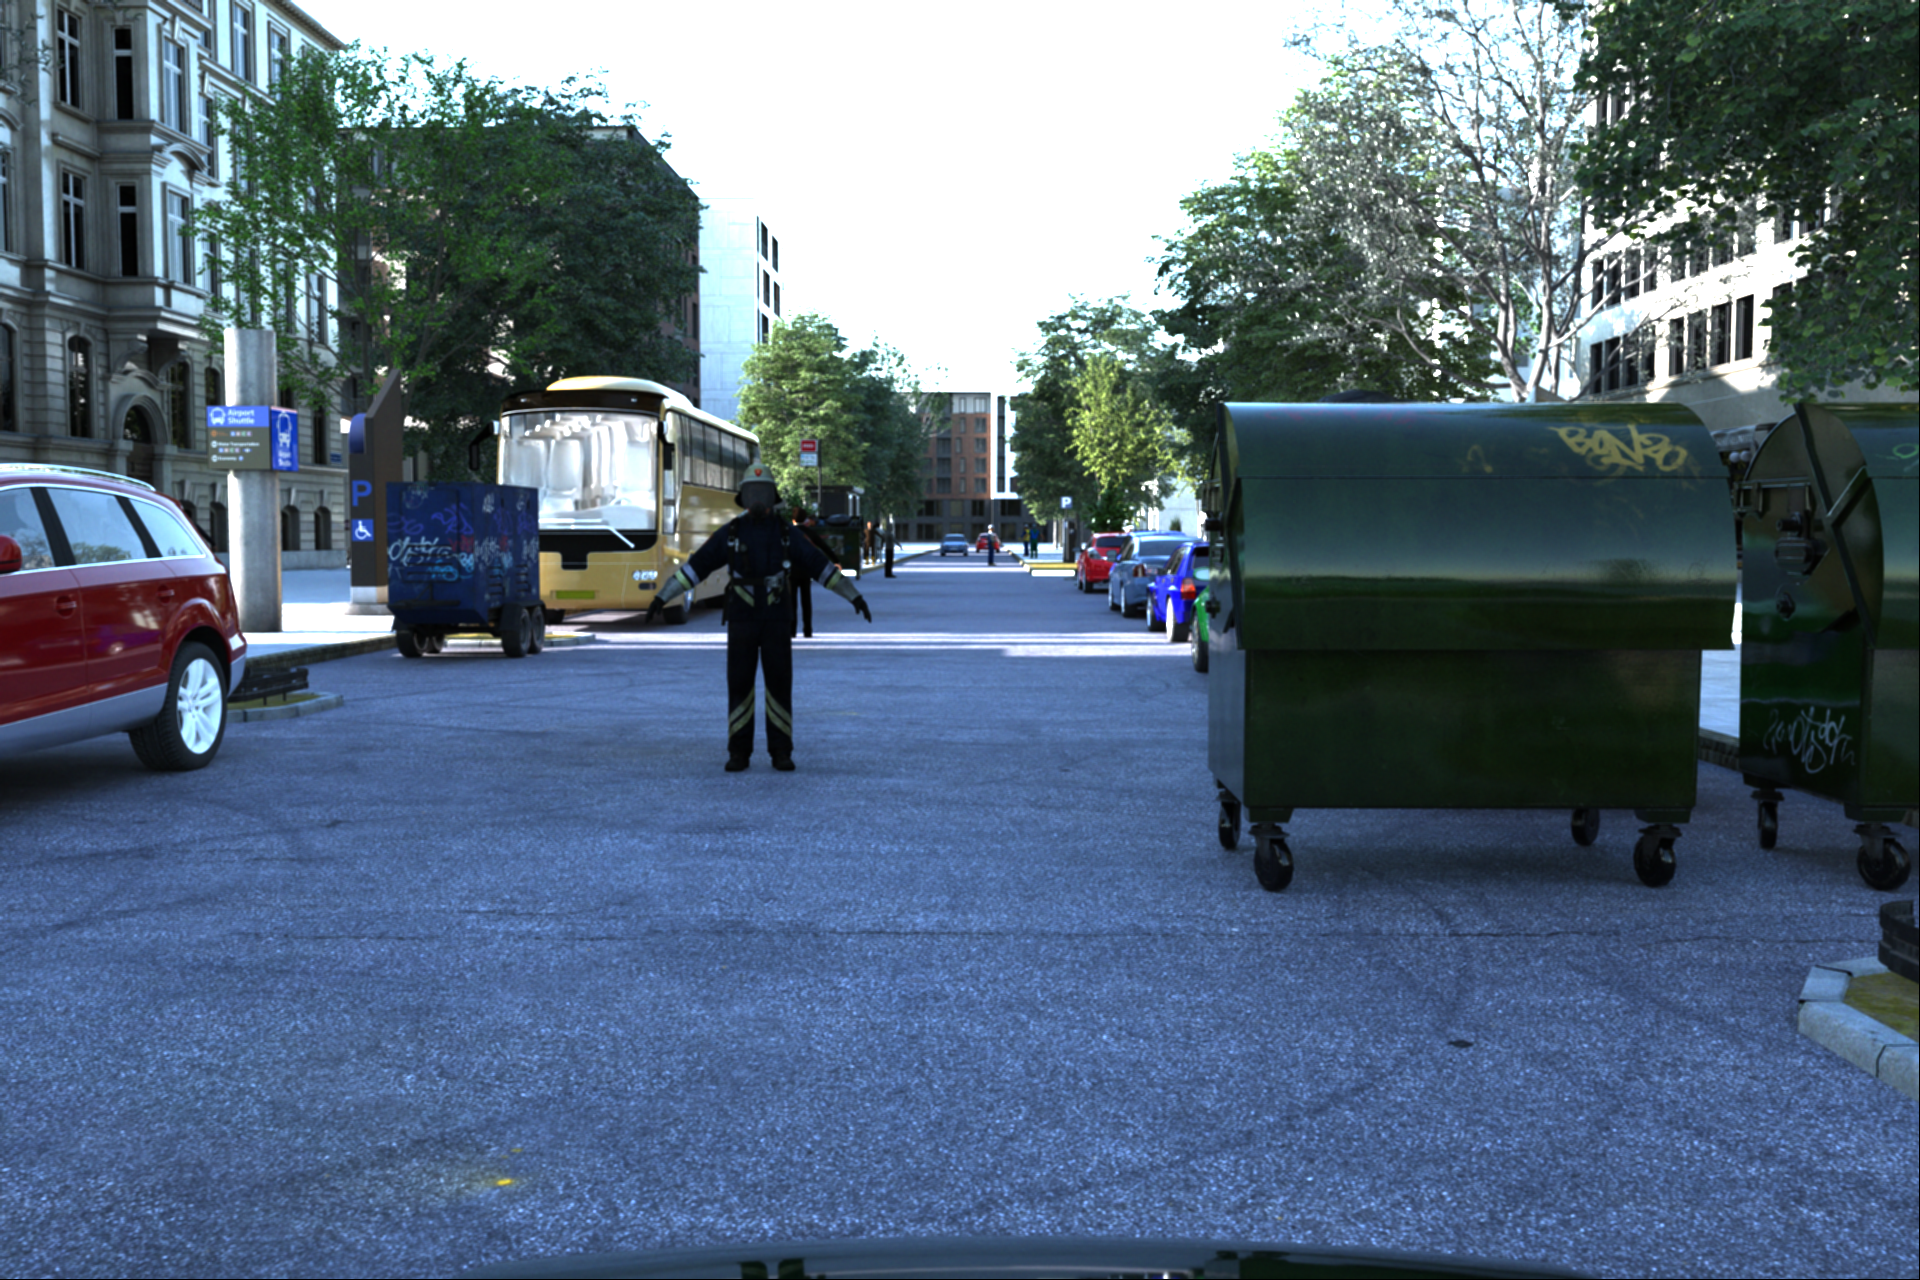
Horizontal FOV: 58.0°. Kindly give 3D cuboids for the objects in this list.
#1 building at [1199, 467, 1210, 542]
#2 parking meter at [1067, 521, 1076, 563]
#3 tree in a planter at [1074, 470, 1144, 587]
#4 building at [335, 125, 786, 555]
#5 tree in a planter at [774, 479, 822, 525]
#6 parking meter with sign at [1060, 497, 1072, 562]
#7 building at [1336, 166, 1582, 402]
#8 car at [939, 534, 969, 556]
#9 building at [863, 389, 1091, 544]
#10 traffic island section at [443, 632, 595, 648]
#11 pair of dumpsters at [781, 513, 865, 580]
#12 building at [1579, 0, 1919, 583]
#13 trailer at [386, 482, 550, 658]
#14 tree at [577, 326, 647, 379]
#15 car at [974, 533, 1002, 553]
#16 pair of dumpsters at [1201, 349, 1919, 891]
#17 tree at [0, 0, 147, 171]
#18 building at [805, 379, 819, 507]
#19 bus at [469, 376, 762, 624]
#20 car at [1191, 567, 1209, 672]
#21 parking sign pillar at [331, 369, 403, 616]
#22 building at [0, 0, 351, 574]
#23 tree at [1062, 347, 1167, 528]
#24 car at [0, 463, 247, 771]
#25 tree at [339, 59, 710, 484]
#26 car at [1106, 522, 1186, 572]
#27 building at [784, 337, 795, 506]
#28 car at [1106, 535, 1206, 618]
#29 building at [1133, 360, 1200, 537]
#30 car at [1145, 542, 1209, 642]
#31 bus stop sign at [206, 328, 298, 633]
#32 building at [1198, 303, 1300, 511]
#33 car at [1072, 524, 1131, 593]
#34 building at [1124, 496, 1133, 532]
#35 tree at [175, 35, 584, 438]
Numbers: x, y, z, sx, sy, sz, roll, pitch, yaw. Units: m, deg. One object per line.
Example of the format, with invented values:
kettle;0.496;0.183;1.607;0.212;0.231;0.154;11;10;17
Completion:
building;21.794;-10.459;113.147;9.099;9.664;28.070;0;4;1
parking meter;4.995;-4.382;77.360;0.399;1.863;0.255;0;4;1
tree in a planter;4.181;-3.115;48.149;1.991;3.239;1.994;0;4;1
building;-26.370;-15.871;103.472;27.936;21.610;32.646;0;4;2
tree in a planter;-5.350;-3.620;56.409;1.991;3.239;1.994;0;4;1
parking meter with sign;4.925;-5.108;79.778;0.543;3.016;1.738;0;4;1
building;25.808;-14.631;95.631;16.016;20.090;11.380;0;4;1
car;-0.359;-6.228;113.831;2.014;1.417;4.499;0;4;1
building;2.273;-25.085;256.568;32.646;21.610;27.936;0;4;0
traffic island section;-5.909;0.002;22.835;1.991;0.108;1.994;0;4;2
pair of dumpsters;-5.212;-3.011;54.183;4.436;2.255;1.574;0;4;1
building;29.749;-14.458;38.553;24.374;26.755;37.873;0;4;1
trailer;-5.771;-0.773;19.688;1.471;1.999;3.904;0;4;1
tree;-11.519;-6.424;55.387;4.360;8.622;3.978;0;3;0
car;2.125;-7.554;132.547;2.155;1.783;4.494;0;3;0
pair of dumpsters;3.264;-0.150;7.403;4.436;2.255;1.574;0;4;1
tree;-12.141;-6.301;13.396;12.009;13.543;11.850;0;3;0
building;-24.550;-20.071;194.623;16.747;18.905;31.486;0;4;1
bus;-5.499;-2.398;30.749;2.896;3.916;12.252;0;4;1
car;3.290;-0.477;16.597;1.959;1.807;4.718;0;4;1
parking sign pillar;-9.328;-2.399;27.690;1.447;3.967;1.447;0;4;2
building;-28.699;-14.021;48.329;14.460;24.649;34.723;0;4;1
tree;5.785;-7.186;67.849;4.737;8.622;4.395;0;3;0
car;-5.656;-0.023;9.054;2.281;1.827;5.304;0;4;1
tree;-11.462;-8.551;46.471;9.857;13.997;8.962;0;3;0
car;3.976;-1.577;35.376;1.945;1.707;3.694;0;4;1
building;-22.451;-18.613;135.244;19.493;23.208;18.063;0;4;2
car;3.659;-1.160;30.963;2.014;1.417;4.499;0;4;0
building;28.071;-19.464;184.695;16.747;18.905;31.486;0;4;1
car;3.623;-0.715;24.273;1.945;1.354;3.894;0;3;0
bus stop sign;-9.191;-2.051;22.551;0.837;3.901;0.837;0;4;2
building;24.969;-17.502;142.576;16.016;20.090;11.380;0;4;1
car;3.912;-2.104;43.445;2.155;1.783;4.494;0;4;1
building;24.942;-17.377;226.264;9.099;9.664;28.070;0;4;1
tree;-11.776;-6.709;35.456;9.928;11.665;9.643;0;3;0
